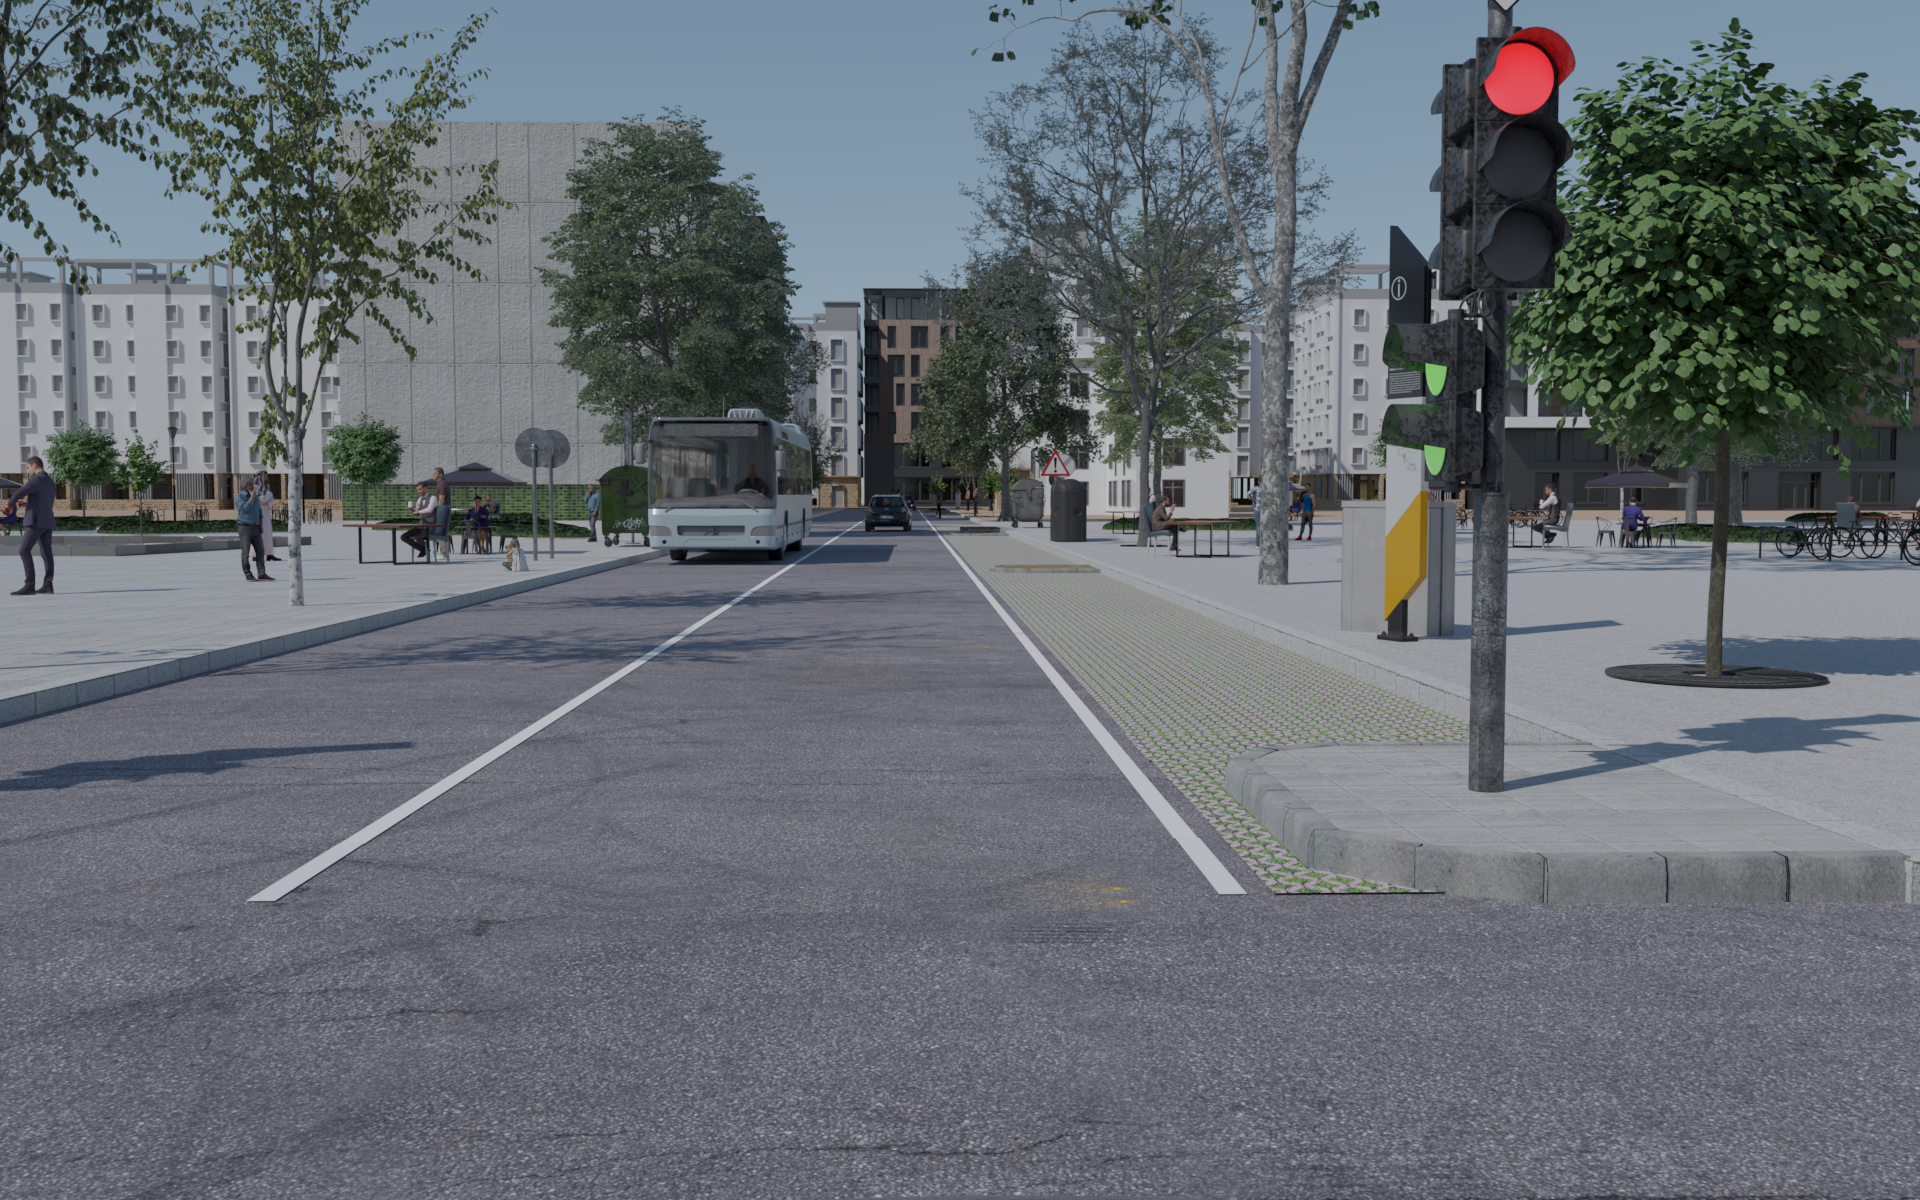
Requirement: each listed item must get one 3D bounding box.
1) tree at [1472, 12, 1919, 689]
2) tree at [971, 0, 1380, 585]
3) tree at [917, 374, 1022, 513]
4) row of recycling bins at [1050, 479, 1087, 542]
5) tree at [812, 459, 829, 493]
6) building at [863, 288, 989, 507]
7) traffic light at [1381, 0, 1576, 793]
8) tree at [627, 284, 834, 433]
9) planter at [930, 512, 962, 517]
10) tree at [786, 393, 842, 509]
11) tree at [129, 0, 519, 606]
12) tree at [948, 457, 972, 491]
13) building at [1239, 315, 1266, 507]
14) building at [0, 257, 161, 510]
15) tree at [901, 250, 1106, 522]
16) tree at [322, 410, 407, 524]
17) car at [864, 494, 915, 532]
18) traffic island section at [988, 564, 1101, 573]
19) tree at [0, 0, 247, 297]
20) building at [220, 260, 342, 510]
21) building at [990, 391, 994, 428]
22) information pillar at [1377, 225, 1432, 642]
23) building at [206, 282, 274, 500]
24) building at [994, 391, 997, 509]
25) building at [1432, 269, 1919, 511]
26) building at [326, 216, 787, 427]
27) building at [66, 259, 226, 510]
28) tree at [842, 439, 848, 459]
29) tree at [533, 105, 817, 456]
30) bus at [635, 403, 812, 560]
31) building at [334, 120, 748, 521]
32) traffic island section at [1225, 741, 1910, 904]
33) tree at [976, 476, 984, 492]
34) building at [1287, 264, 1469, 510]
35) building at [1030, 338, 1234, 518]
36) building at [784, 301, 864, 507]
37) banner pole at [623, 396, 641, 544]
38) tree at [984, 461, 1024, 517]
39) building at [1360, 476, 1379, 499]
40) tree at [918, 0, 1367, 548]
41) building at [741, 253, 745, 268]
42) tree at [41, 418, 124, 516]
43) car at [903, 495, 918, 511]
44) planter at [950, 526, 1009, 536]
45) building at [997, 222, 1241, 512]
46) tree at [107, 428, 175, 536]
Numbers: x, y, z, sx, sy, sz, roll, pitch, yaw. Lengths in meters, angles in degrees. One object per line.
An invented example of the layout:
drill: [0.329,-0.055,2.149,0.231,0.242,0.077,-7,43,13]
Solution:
tree: [5.261,-1.722,11.869,4.285,4.588,4.351,0,3,0]
tree: [5.251,-10.357,25.220,12.611,20.169,13.585,0,3,0]
tree: [0.737,-11.100,115.895,7.601,10.594,8.767,1,4,12]
row of recycling bins: [2.980,-2.480,47.665,1.069,1.692,3.534,0,4,3]
tree: [-11.985,-9.356,136.679,4.285,4.588,4.351,0,3,0]
building: [6.371,-20.731,182.926,32.646,21.610,27.936,0,4,-2]
traffic light: [2.261,-1.130,7.391,0.839,4.253,0.868,0,4,-2]
tree: [-9.654,-8.327,70.557,8.767,10.594,7.601,-2,4,-30]
planter: [-0.899,-5.390,109.270,1.991,0.319,1.994,0,4,-2]
tree: [-11.581,-10.851,127.769,4.360,8.622,3.978,0,3,0]
tree: [-7.472,-4.248,19.812,4.737,8.622,4.395,0,3,0]
tree: [0.709,-12.821,159.990,4.737,8.622,4.395,0,3,0]
building: [29.071,-19.678,178.152,11.380,20.091,16.016,0,4,-2]
building: [-76.603,-17.653,145.054,11.380,20.091,16.016,0,4,-2]
tree: [2.036,-9.996,80.443,9.611,12.733,9.660,0,3,0]
tree: [-23.446,-5.177,68.363,4.285,4.588,4.351,0,3,0]
car: [-2.776,-3.531,67.521,2.009,1.686,4.222,0,4,0]
traffic island section: [1.524,-0.568,32.159,1.991,0.108,1.994,0,4,-2]
tree: [-7.316,-3.801,12.513,4.360,8.622,3.978,0,3,0]
building: [-53.276,-17.756,146.726,11.380,20.091,16.016,0,4,-2]
building: [10.412,-17.965,150.147,16.016,20.091,11.380,0,4,-2]
information pillar: [3.867,-1.446,14.991,0.183,3.616,0.504,-2,4,-24]
building: [-69.690,-20.610,180.943,32.646,21.610,27.936,0,4,-2]
building: [11.201,-17.217,137.925,16.016,20.091,11.380,0,4,-2]
building: [58.071,-18.348,143.972,32.646,21.610,27.936,0,4,-2]
building: [-31.066,-18.151,140.740,32.646,21.610,27.936,0,4,-2]
building: [-65.252,-17.720,146.139,11.380,20.091,16.016,0,4,-2]
tree: [-11.981,-12.159,149.166,4.360,8.622,3.978,0,3,0]
tree: [-9.221,-9.224,57.466,9.857,13.997,8.962,0,3,0]
bus: [-5.110,-2.774,40.209,2.948,3.499,13.247,0,4,-1]
building: [-21.656,-14.177,98.246,16.747,18.905,31.486,0,4,-2]
traffic island section: [2.301,0.904,7.506,2.009,0.180,2.903,0,4,-2]
tree: [1.719,-6.205,96.048,1.663,3.219,1.824,0,3,0]
building: [35.876,-17.924,149.469,11.380,20.091,16.016,0,4,-2]
building: [9.713,-10.091,107.135,9.099,9.664,28.070,0,4,-2]
building: [-15.693,-19.565,176.301,11.380,20.091,16.016,0,4,-2]
banner pole: [-8.451,-3.317,44.255,0.401,3.779,0.863,0,4,8]
tree: [2.407,-5.852,90.289,1.663,3.219,1.824,0,3,0]
building: [50.472,-19.148,179.532,31.486,18.905,16.747,0,4,-2]
tree: [4.514,-8.044,41.882,12.009,13.543,11.850,0,3,0]
building: [-22.375,-16.096,119.589,16.016,20.091,11.380,0,4,-2]
tree: [-38.169,-5.614,75.496,4.285,4.588,4.351,0,3,0]
car: [-4.639,-8.388,149.720,1.945,1.354,3.894,0,4,-1]
planter: [0.650,-2.364,59.797,1.991,0.319,1.994,0,4,-2]
building: [11.181,-16.522,126.560,16.016,20.091,11.380,0,4,-2]
tree: [-24.278,-3.449,50.999,1.663,3.219,1.824,0,3,0]
